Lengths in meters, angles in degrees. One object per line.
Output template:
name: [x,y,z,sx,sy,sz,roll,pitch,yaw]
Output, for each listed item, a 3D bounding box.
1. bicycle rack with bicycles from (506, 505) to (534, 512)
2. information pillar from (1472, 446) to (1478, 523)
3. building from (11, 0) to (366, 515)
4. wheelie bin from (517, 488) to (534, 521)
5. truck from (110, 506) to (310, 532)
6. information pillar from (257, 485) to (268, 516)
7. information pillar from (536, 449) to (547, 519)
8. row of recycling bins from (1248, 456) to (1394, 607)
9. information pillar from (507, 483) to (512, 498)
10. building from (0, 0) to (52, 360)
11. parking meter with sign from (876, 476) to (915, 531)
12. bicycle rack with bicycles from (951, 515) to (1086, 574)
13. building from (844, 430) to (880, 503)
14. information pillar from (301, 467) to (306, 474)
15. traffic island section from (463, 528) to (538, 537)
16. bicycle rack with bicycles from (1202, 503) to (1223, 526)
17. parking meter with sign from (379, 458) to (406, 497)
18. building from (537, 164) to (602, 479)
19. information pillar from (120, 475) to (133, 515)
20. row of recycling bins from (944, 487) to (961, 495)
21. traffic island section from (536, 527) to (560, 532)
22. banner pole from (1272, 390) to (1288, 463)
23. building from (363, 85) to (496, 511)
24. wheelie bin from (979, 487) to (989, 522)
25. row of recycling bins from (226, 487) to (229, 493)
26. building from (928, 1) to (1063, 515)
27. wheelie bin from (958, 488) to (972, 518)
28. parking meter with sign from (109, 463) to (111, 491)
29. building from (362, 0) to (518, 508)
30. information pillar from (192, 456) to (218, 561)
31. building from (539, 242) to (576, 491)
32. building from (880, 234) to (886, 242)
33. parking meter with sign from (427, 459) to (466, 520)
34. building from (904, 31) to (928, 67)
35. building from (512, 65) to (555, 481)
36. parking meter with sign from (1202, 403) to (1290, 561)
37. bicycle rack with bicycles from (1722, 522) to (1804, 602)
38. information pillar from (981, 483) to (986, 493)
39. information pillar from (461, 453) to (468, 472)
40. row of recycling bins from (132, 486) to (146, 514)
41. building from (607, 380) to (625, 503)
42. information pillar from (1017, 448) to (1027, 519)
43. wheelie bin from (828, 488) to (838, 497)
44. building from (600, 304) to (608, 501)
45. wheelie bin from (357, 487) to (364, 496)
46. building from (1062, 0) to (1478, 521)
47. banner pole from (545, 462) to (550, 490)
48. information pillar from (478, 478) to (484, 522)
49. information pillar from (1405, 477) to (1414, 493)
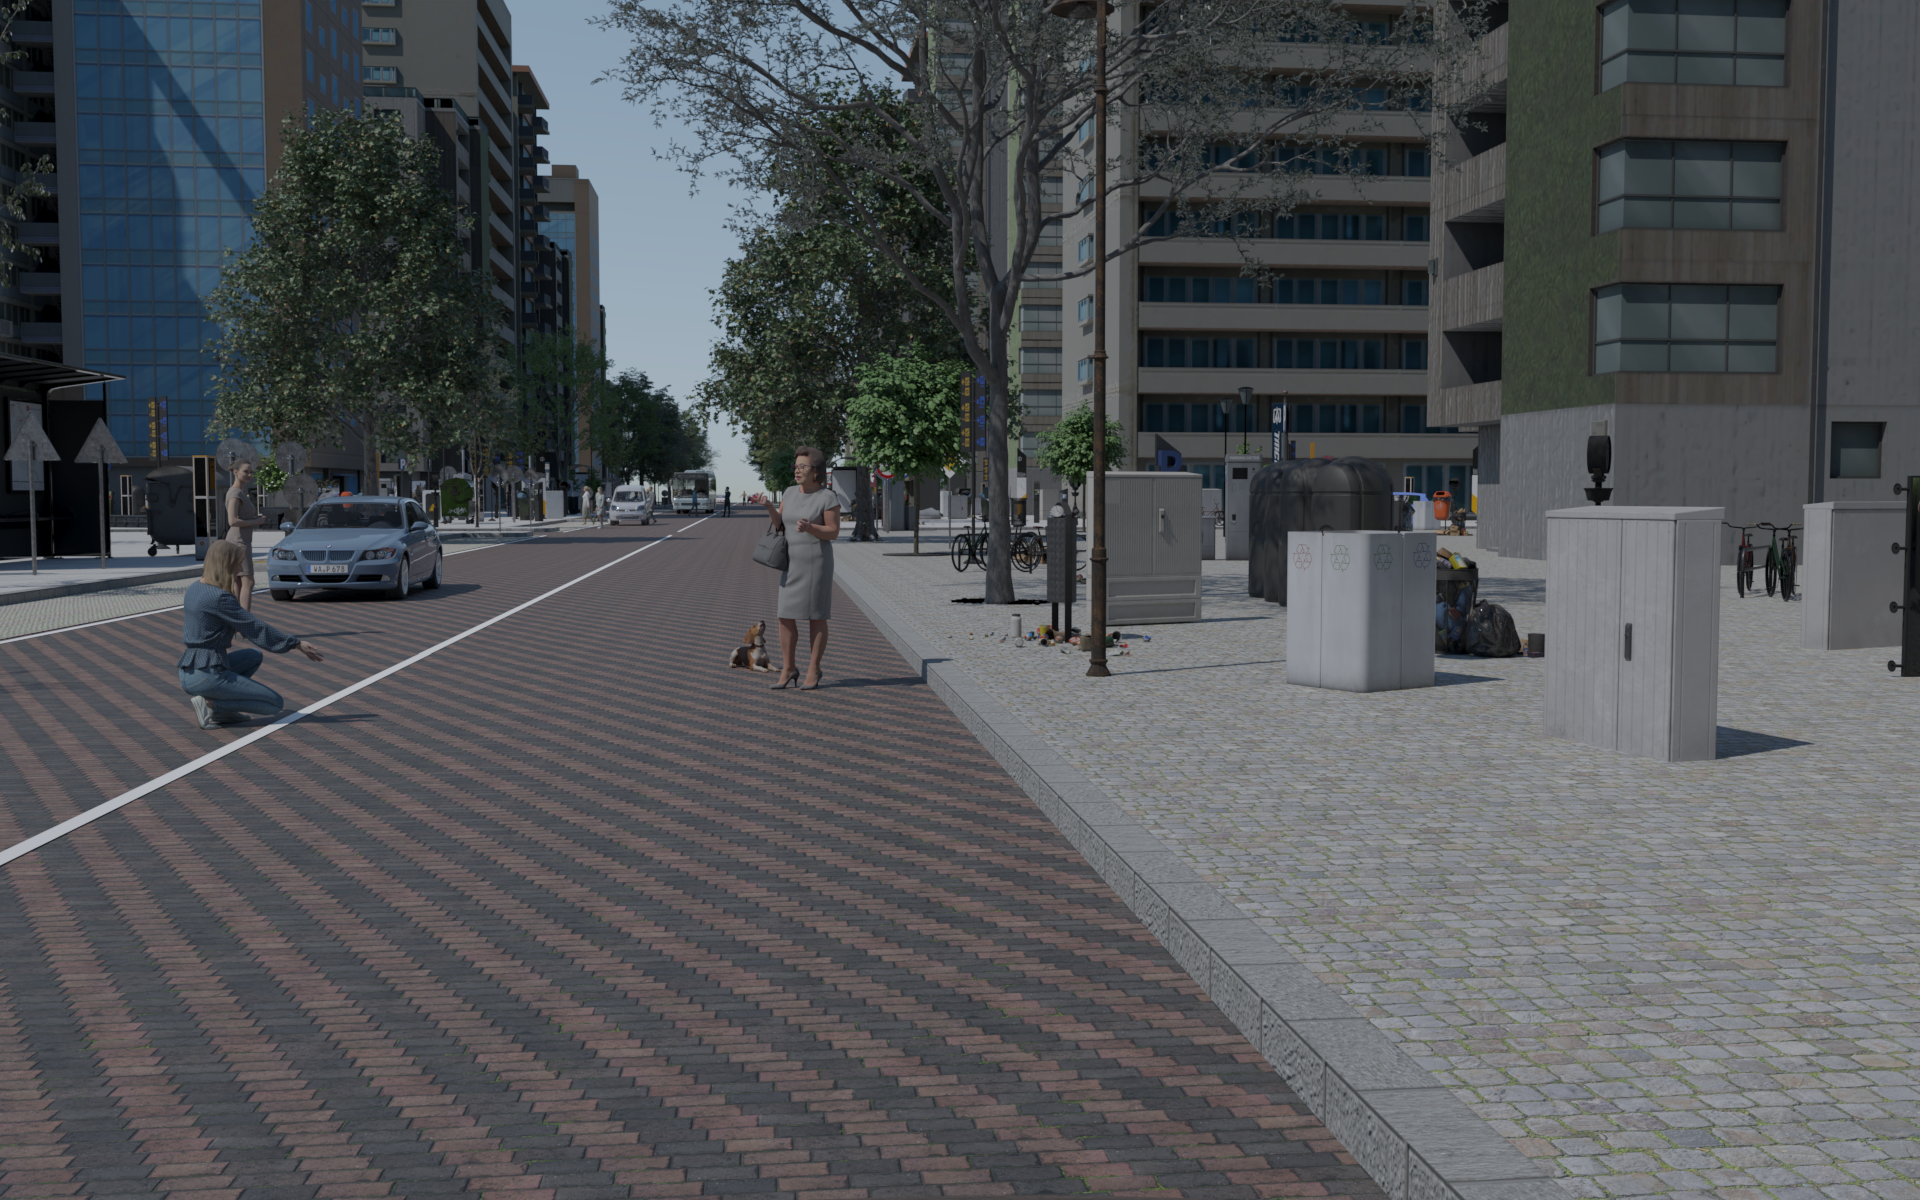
bicycle rack with bicycles: [-28.534,-6.120,113.439,2.852,0.926,2.925,3,4,37]
information pillar: [22.692,-5.167,75.831,0.504,3.616,0.183,2,4,25]
building: [-41.251,-27.185,94.582,14.600,45.320,14.200,0,4,-7]
wheelie bin: [-21.079,-4.658,84.063,0.693,1.594,0.980,0,4,7]
truck: [-29.792,-4.346,60.823,18.799,4.110,2.967,0,4,-5]
information pillar: [-28.803,-4.103,71.576,0.304,2.012,0.304,1,4,11]
information pillar: [-21.441,-5.949,88.626,0.504,3.616,0.183,-1,4,-19]
row of recycling bins: [4.119,-0.800,20.193,1.069,1.692,3.534,0,4,-5]
information pillar: [-30.898,-6.988,118.751,0.304,2.012,0.304,-2,4,-27]
building: [-60.115,-24.199,87.535,23.993,40.220,32.217,0,4,-7]
parking meter with sign: [-2.280,-3.898,59.987,0.543,3.016,1.738,3,5,43]
bicycle rack with bicycles: [1.022,-0.959,29.058,2.925,0.926,2.852,-3,5,-39]
building: [-3.371,-25.714,265.456,27.650,21.520,28.899,0,4,-7]
information pillar: [-30.031,-5.376,79.248,0.183,3.616,0.504,0,4,-8]
traffic island section: [-15.497,-2.202,58.288,2.009,0.180,2.903,0,4,-7]
bicycle rack with bicycles: [11.003,-3.459,69.935,2.925,0.926,2.852,2,4,27]
parking meter with sign: [-28.064,-5.422,84.915,1.738,3.016,0.543,1,4,14]
building: [-57.233,-36.003,238.763,14.600,45.320,14.200,0,4,-7]
information pillar: [-32.712,-3.884,67.999,0.304,2.012,0.304,0,4,1]
row of recycling bins: [-1.144,-6.154,107.726,3.534,1.692,1.069,2,4,32]
traffic island section: [-16.429,-2.687,66.218,2.009,0.180,2.903,0,4,-7]
banner pole: [7.752,-3.178,41.977,0.401,3.779,0.863,-1,4,-18]
building: [-42.229,-21.673,126.050,14.160,30.474,14.107,0,4,-7]
wheelie bin: [1.295,-4.344,78.931,0.980,1.594,0.693,-1,4,-20]
row of recycling bins: [-32.204,-4.124,74.532,1.069,1.692,3.534,0,4,-2]
building: [4.421,-27.420,131.909,14.154,41.232,14.086,0,4,-7]
wheelie bin: [0.304,-5.219,93.236,0.980,1.594,0.693,-1,4,-13]
parking meter with sign: [-41.703,-5.399,84.533,0.543,3.016,1.738,-2,4,-25]
building: [-50.410,-32.074,148.119,21.300,48.544,21.600,0,4,-7]
information pillar: [-14.504,-1.761,33.289,0.304,2.012,0.304,0,4,7]
building: [-51.393,-25.928,195.620,14.160,30.474,14.107,0,4,-7]
building: [1.588,-33.003,194.226,22.147,44.769,28.867,0,4,-7]
parking meter with sign: [-25.157,-5.421,84.893,1.738,3.016,0.543,-1,4,-11]
building: [5.894,-31.222,165.102,22.147,44.769,28.867,0,4,-7]
building: [-52.988,-31.730,173.403,22.147,44.769,28.867,0,4,-7]
parking meter with sign: [5.459,-2.275,33.455,1.738,3.016,0.543,0,4,6]
bicycle rack with bicycles: [10.669,-0.495,21.478,2.852,0.926,2.925,3,4,36]
information pillar: [1.601,-6.997,118.887,0.304,2.012,0.304,-1,4,-12]
information pillar: [-28.282,-6.582,98.967,0.504,3.616,0.183,2,4,31]
row of recycling bins: [-38.391,-4.697,83.909,3.534,1.692,1.069,-1,4,-22]
building: [-68.259,-26.253,274.269,27.650,21.520,28.899,0,4,-7]
information pillar: [3.109,-5.883,87.545,0.504,3.616,0.183,1,4,16]
wheelie bin: [-6.318,-4.642,83.804,0.693,1.594,0.980,1,4,18]
building: [-59.316,-29.449,253.196,14.160,30.474,14.107,0,4,-7]
wheelie bin: [-26.837,-4.321,78.563,0.980,1.594,0.693,-2,4,-25]
building: [16.544,-28.572,90.859,21.600,48.544,21.300,0,4,-7]
banner pole: [-28.659,-7.940,119.836,0.863,3.779,0.401,2,4,33]
information pillar: [-22.187,-4.613,79.913,0.304,2.012,0.304,2,4,30]
information pillar: [19.431,-4.308,74.921,0.304,2.012,0.304,3,5,40]
